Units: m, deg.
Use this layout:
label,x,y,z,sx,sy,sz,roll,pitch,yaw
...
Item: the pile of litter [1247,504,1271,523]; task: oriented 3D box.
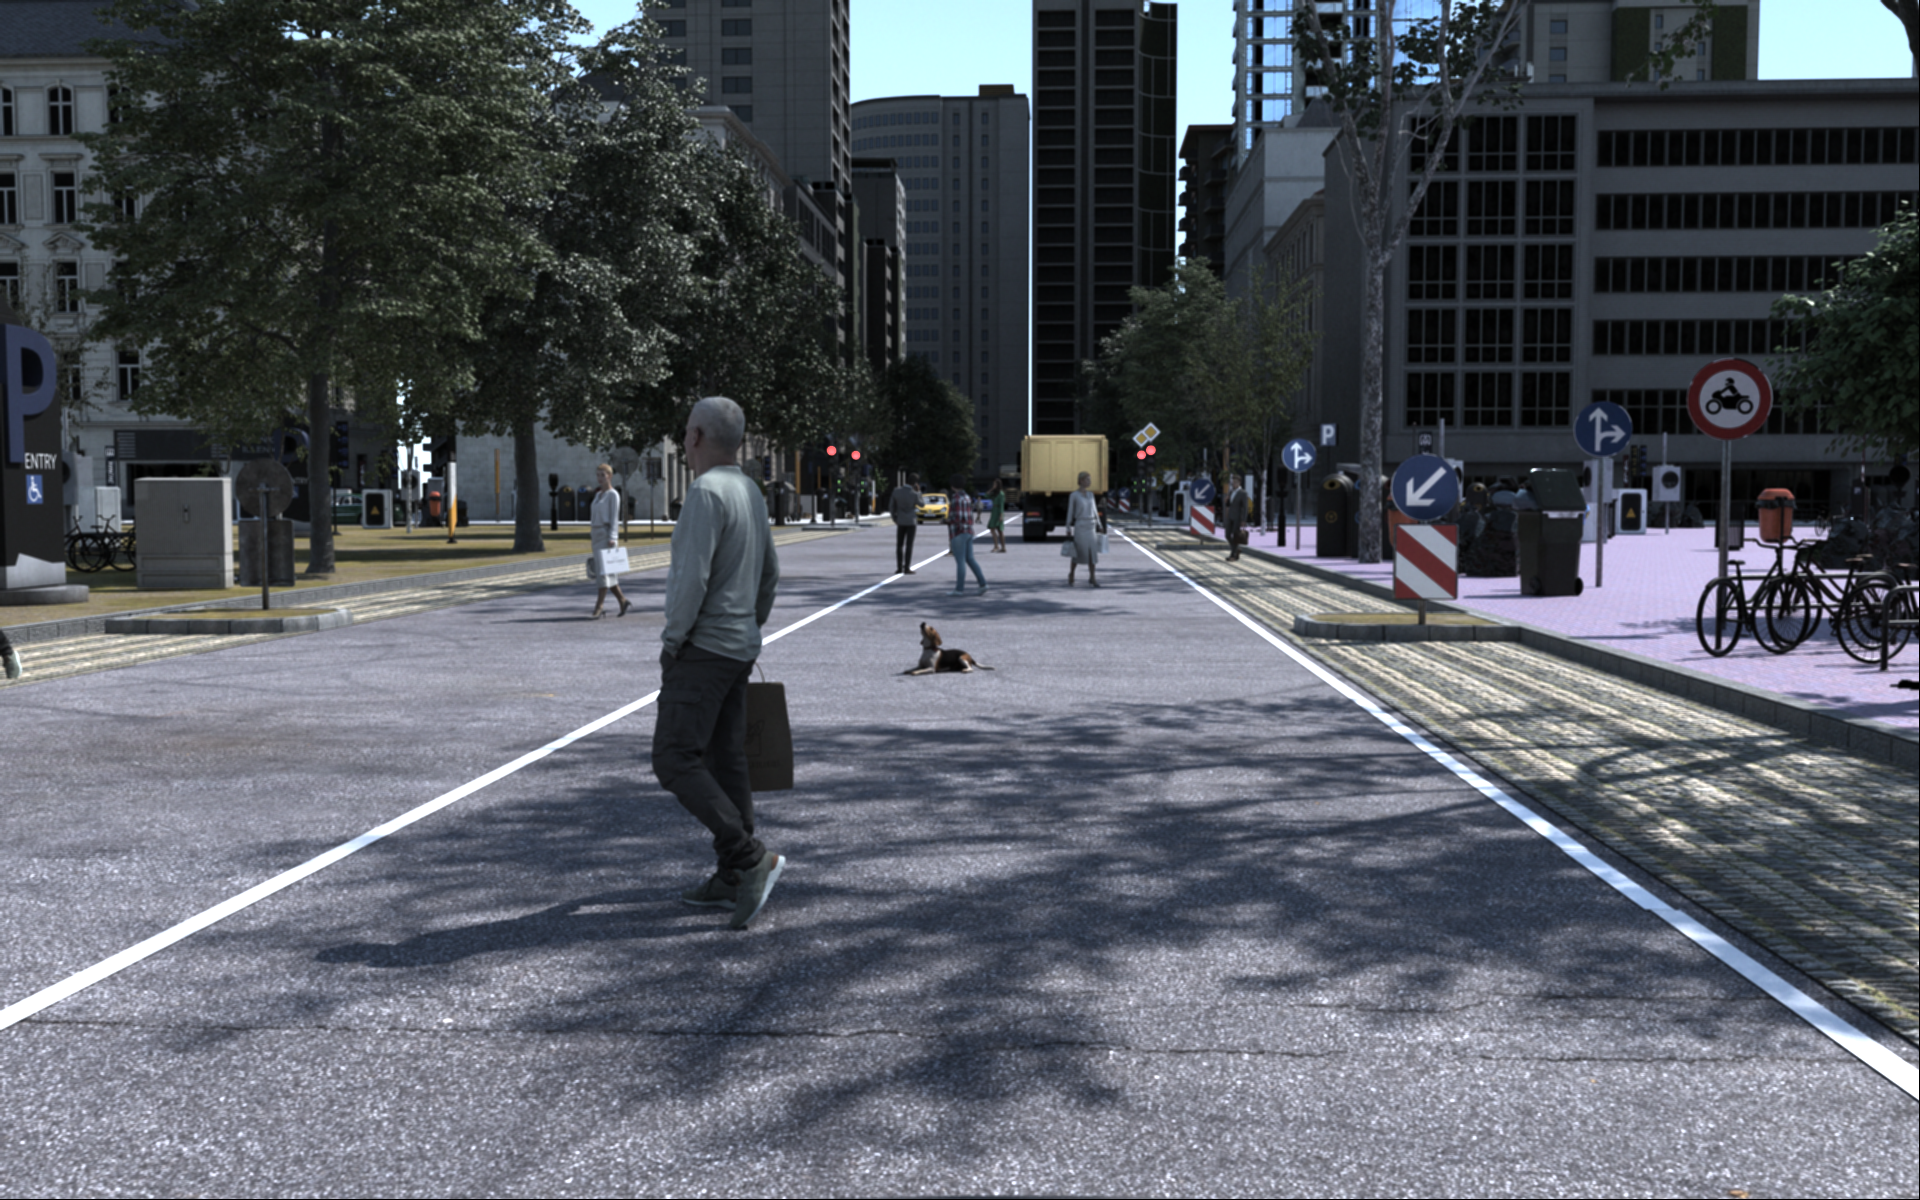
label,x,y,z,sx,sy,sz,roll,pitch,yaw
pile of litter,13.133,-3.891,77.578,1.719,0.858,1.176,1,4,13

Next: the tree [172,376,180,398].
label,x,y,z,sx,sy,sz,roll,pitch,yaw
tree,-27.539,-7.011,64.998,4.737,8.622,4.395,0,3,0

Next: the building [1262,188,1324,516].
label,x,y,z,sx,sy,sz,roll,pitch,yaw
building,26.025,-16.712,109.398,11.583,22.565,21.152,0,4,3

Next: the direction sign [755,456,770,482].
label,x,y,z,sx,sy,sz,roll,pitch,yaw
direction sign,-11.761,-6.808,103.311,0.876,3.537,0.379,-1,4,-21

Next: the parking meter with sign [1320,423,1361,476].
label,x,y,z,sx,sy,sz,roll,pitch,yaw
parking meter with sign,9.840,-2.885,43.425,1.738,3.016,0.543,-2,4,-33

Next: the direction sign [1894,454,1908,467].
label,x,y,z,sx,sy,sz,roll,pitch,yaw
direction sign,41.330,-5.147,76.154,0.379,3.537,0.876,0,4,-5

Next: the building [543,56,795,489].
label,x,y,z,sx,sy,sz,roll,pitch,yaw
building,-19.399,-19.939,113.386,14.401,28.519,23.554,0,4,3

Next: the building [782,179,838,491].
label,x,y,z,sx,sy,sz,roll,pitch,yaw
building,-18.168,-21.016,137.118,14.314,27.812,24.014,0,4,3

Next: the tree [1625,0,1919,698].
label,x,y,z,sx,sy,sz,roll,pitch,yaw
tree,6.481,-5.201,10.784,9.928,11.665,9.643,0,3,0

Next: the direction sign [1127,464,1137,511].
label,x,y,z,sx,sy,sz,roll,pitch,yaw
direction sign,13.101,-8.551,131.813,0.876,3.537,0.379,-1,4,-19

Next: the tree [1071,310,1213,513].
label,x,y,z,sx,sy,sz,roll,pitch,yaw
tree,12.846,-12.989,119.028,9.857,13.997,8.962,0,3,0

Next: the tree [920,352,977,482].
label,x,y,z,sx,sy,sz,roll,pitch,yaw
tree,-3.815,-13.433,136.641,9.611,12.733,9.660,0,3,0

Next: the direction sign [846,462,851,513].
label,x,y,z,sx,sy,sz,roll,pitch,yaw
direction sign,-7.602,-7.712,118.095,0.379,3.537,0.876,1,4,10

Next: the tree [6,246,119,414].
label,x,y,z,sx,sy,sz,roll,pitch,yaw
tree,-28.078,-6.241,52.405,4.360,8.622,3.978,0,3,0

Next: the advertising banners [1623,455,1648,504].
label,x,y,z,sx,sy,sz,roll,pitch,yaw
advertising banners,29.726,-4.900,76.302,0.090,3.025,2.074,-1,4,-8

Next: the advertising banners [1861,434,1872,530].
label,x,y,z,sx,sy,sz,roll,pitch,yaw
advertising banners,20.413,-2.621,39.036,0.090,3.025,2.074,2,4,32

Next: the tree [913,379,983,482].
label,x,y,z,sx,sy,sz,roll,pitch,yaw
tree,-1.329,-15.451,170.748,7.486,12.596,7.792,0,3,0

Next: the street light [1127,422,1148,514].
label,x,y,z,sx,sy,sz,roll,pitch,yaw
street light,11.493,-8.538,112.144,1.470,5.913,1.316,0,4,3

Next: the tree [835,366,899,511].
label,x,y,z,sx,sy,sz,roll,pitch,yaw
tree,-5.628,-8.959,96.840,4.360,8.622,3.978,0,3,0

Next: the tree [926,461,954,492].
label,x,y,z,sx,sy,sz,roll,pitch,yaw
tree,-1.531,-10.790,160.135,4.285,4.588,4.351,0,3,0

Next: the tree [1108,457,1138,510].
label,x,y,z,sx,sy,sz,roll,pitch,yaw
tree,14.222,-9.558,139.980,4.285,4.588,4.351,0,3,0

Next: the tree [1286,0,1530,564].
label,x,y,z,sx,sy,sz,roll,pitch,yaw
tree,8.913,-10.700,30.835,12.611,20.169,13.585,0,3,0

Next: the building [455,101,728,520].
label,x,y,z,sx,sy,sz,roll,pitch,yaw
building,-19.186,-14.583,93.178,10.420,20.320,16.860,0,4,3

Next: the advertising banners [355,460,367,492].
label,x,y,z,sx,sy,sz,roll,pitch,yaw
advertising banners,-31.366,-5.698,89.344,0.090,3.025,2.074,2,4,27

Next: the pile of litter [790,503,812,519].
label,x,y,z,sx,sy,sz,roll,pitch,yaw
pile of litter,-8.217,-4.679,90.461,1.176,0.858,1.719,3,4,38

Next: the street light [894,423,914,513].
label,x,y,z,sx,sy,sz,roll,pitch,yaw
street light,-3.714,-8.618,113.449,1.470,5.913,1.316,0,4,3

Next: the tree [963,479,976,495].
label,x,y,z,sx,sy,sz,roll,pitch,yaw
tree,1.289,-14.152,225.989,1.663,3.219,1.824,0,3,0

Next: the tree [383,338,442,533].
label,x,y,z,sx,sy,sz,roll,pitch,yaw
tree,-18.253,-6.495,56.557,4.737,8.622,4.395,0,3,0

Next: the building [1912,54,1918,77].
label,x,y,z,sx,sy,sz,roll,pitch,yaw
building,59.516,-16.329,84.993,19.932,24.808,12.078,0,4,3

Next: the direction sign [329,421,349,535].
label,x,y,z,sx,sy,sz,roll,pitch,yaw
direction sign,-19.401,-3.774,53.704,0.876,3.537,0.379,-1,4,-12

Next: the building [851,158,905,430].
label,x,y,z,sx,sy,sz,roll,pitch,yaw
building,-13.925,-32.358,212.645,14.086,41.232,14.154,0,4,3

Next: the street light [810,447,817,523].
label,x,y,z,sx,sy,sz,roll,pitch,yaw
street light,-5.923,-6.335,76.120,1.470,5.913,1.316,0,4,3

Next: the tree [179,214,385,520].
label,x,y,z,sx,sy,sz,roll,pitch,yaw
tree,-17.835,-5.806,45.288,4.737,8.622,4.395,0,3,0

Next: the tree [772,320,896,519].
label,x,y,z,sx,sy,sz,roll,pitch,yaw
tree,-6.787,-9.443,88.813,7.601,10.594,8.767,0,3,0

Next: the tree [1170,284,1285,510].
label,x,y,z,sx,sy,sz,roll,pitch,yaw
tree,9.544,-6.779,61.201,4.360,8.622,3.978,0,3,0

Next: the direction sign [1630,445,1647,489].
label,x,y,z,sx,sy,sz,roll,pitch,yaw
direction sign,31.438,-5.403,80.330,0.876,3.537,0.379,-1,4,-19

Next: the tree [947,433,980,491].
label,x,y,z,sx,sy,sz,roll,pitch,yaw
tree,-0.149,-14.350,184.981,4.360,8.622,3.978,0,3,0

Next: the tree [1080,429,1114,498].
label,x,y,z,sx,sy,sz,roll,pitch,yaw
tree,19.591,-18.681,222.442,9.611,12.733,9.660,0,3,0

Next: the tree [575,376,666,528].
label,x,y,z,sx,sy,sz,roll,pitch,yaw
tree,-12.762,-7.047,65.579,4.360,8.622,3.978,0,3,0

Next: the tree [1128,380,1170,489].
label,x,y,z,sx,sy,sz,roll,pitch,yaw
tree,12.493,-9.474,105.265,4.360,8.622,3.978,0,3,0

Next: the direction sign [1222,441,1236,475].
label,x,y,z,sx,sy,sz,roll,pitch,yaw
direction sign,11.575,-5.049,74.547,0.379,3.537,0.876,-2,4,-30

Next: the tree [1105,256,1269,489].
label,x,y,z,sx,sy,sz,roll,pitch,yaw
tree,10.764,-10.049,82.424,7.486,12.596,7.792,0,3,0

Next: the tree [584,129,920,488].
label,x,y,z,sx,sy,sz,roll,pitch,yaw
tree,-7.885,-8.438,54.964,9.611,12.733,9.660,0,3,0

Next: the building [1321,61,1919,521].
label,x,y,z,sx,sy,sz,roll,pitch,yaw
building,34.692,-16.487,88.624,30.058,24.678,14.314,0,4,3

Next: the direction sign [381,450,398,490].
label,x,y,z,sx,sy,sz,roll,pitch,yaw
direction sign,-29.461,-5.963,89.498,0.876,3.537,0.379,0,4,3

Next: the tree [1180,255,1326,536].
label,x,y,z,sx,sy,sz,roll,pitch,yaw
tree,9.225,-6.312,53.558,4.737,8.622,4.395,0,3,0

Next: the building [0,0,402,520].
label,x,y,z,sx,sy,sz,roll,pitch,yaw
building,-54.617,-19.407,93.720,44.131,29.872,17.030,0,4,3

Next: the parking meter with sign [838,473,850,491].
label,x,y,z,sx,sy,sz,roll,pitch,yaw
parking meter with sign,-9.304,-9.113,145.253,1.738,3.016,0.543,-2,4,-29

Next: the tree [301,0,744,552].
label,x,y,z,sx,sy,sz,roll,pitch,yaw
tree,-9.660,-8.050,38.273,9.857,13.997,8.962,0,3,0

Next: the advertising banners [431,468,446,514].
label,x,y,z,sx,sy,sz,roll,pitch,yaw
advertising banners,-37.805,-7.931,125.863,0.090,3.025,2.074,1,4,17

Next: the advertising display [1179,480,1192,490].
label,x,y,z,sx,sy,sz,roll,pitch,yaw
advertising display,10.162,-4.441,77.826,0.123,1.923,0.974,-2,4,-29

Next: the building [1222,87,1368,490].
label,x,y,z,sx,sy,sz,roll,pitch,yaw
building,27.302,-21.840,134.579,11.434,29.767,29.804,0,4,3

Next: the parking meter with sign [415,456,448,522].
label,x,y,z,sx,sy,sz,roll,pitch,yaw
parking meter with sign,-23.928,-5.065,79.070,1.738,3.016,0.543,0,4,-7

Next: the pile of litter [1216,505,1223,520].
label,x,y,z,sx,sy,sz,roll,pitch,yaw
pile of litter,13.306,-4.481,87.229,1.719,0.858,1.176,0,4,6

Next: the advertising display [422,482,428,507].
label,x,y,z,sx,sy,sz,roll,pitch,yaw
advertising display,-29.600,-5.567,96.236,0.123,1.923,0.974,0,4,7

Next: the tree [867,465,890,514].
label,x,y,z,sx,sy,sz,roll,pitch,yaw
tree,-5.326,-7.090,110.523,1.663,3.219,1.824,0,3,0
